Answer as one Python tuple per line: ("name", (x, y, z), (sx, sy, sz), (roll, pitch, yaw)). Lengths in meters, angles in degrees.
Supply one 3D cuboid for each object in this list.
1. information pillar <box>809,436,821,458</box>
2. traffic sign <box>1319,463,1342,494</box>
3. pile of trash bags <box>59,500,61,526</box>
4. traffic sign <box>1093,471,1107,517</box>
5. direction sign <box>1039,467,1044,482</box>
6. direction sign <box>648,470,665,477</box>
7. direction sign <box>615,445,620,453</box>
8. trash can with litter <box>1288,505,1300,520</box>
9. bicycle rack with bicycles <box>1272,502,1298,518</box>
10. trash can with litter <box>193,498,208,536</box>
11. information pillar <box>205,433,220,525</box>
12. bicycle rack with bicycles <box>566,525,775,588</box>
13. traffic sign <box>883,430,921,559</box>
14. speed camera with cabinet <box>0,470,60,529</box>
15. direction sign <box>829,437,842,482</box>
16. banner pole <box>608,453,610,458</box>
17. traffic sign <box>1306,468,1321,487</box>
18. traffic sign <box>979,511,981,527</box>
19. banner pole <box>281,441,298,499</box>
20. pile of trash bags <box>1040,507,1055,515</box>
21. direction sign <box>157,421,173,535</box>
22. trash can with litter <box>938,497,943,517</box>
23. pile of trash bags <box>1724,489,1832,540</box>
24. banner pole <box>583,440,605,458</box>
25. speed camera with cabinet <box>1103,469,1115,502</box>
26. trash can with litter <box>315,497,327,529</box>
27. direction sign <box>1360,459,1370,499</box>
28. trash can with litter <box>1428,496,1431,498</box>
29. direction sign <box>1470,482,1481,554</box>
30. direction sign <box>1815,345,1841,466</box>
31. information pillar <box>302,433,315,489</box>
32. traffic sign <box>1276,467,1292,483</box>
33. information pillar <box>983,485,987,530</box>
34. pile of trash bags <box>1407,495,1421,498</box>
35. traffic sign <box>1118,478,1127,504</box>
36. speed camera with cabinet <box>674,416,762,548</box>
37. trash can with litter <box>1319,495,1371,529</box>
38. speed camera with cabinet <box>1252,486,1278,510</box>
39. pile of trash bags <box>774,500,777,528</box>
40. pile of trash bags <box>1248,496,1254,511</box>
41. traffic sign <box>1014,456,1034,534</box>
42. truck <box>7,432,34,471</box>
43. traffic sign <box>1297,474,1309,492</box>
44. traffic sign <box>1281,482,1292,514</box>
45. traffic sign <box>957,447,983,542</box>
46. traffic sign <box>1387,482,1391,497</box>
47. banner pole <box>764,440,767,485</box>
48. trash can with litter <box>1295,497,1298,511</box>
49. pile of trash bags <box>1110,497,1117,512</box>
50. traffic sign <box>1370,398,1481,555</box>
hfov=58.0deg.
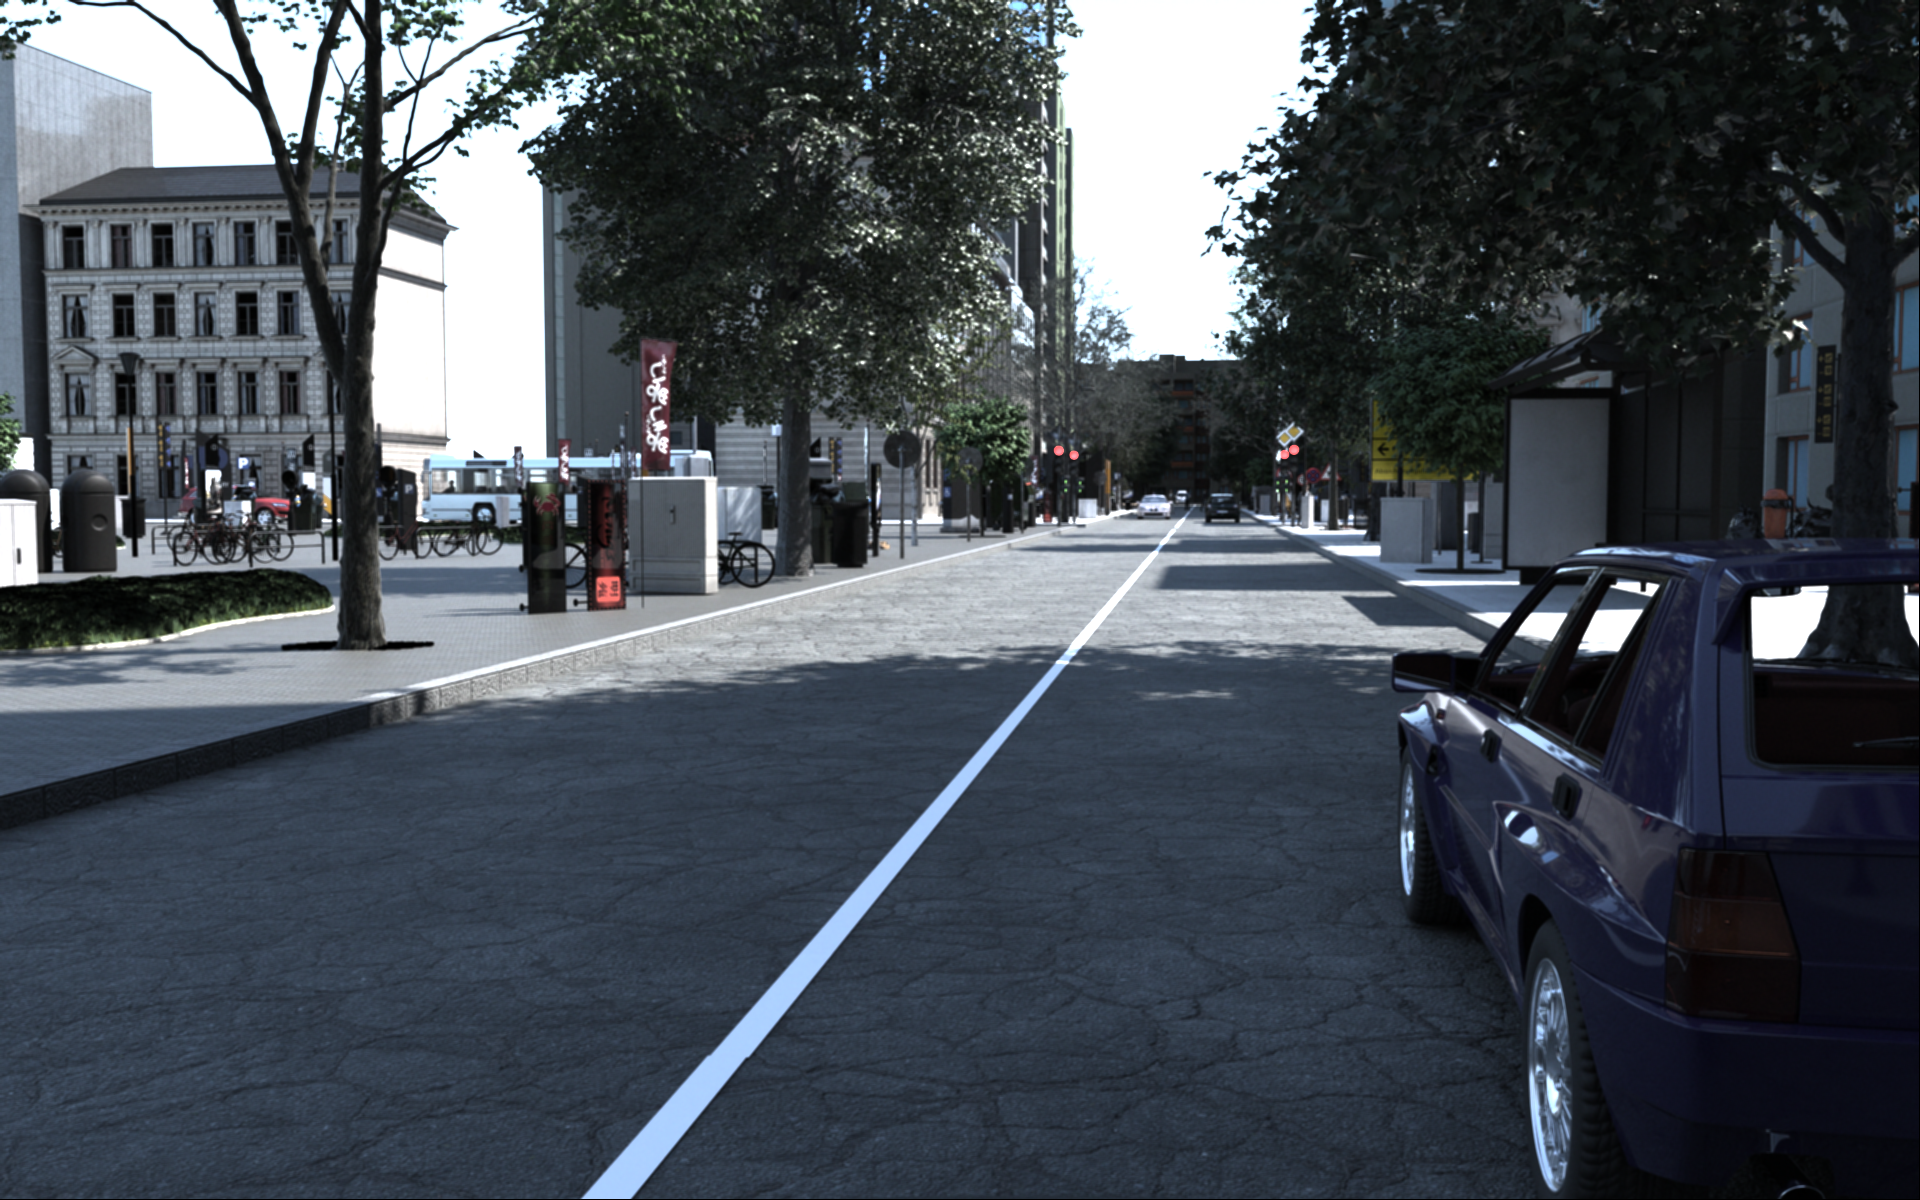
("information pillar", (-5.871, -4.831, 70.340), (0.504, 3.616, 0.183), (-2, 4, -26))
("traffic sign", (14.343, -4.109, 67.181), (0.884, 2.594, 0.081), (1, 4, 13))
("pile of trash bags", (-36.849, -3.629, 69.094), (1.912, 1.369, 3.447), (0, 4, -6))
("traffic sign", (7.773, -5.889, 96.393), (0.768, 2.556, 0.104), (1, 4, 14))
("direction sign", (6.610, -9.258, 143.358), (0.379, 3.537, 0.876), (3, 5, 44))
("direction sign", (-10.443, -4.125, 59.438), (0.876, 3.537, 0.379), (2, 4, 34))
("direction sign", (-15.611, -5.349, 79.452), (0.379, 3.537, 0.876), (-2, 4, -34))
("trash can with litter", (17.418, -4.675, 87.494), (1.678, 1.210, 2.233), (2, 4, 28))
("bicycle rack with bicycles", (17.902, -4.756, 91.149), (2.925, 0.926, 2.852), (0, 4, -2))
("trash can with litter", (-22.820, -2.511, 52.442), (0.624, 1.170, 1.055), (-3, 4, -38))
("information pillar", (-28.517, -4.572, 66.100), (0.504, 3.616, 0.183), (-2, 4, -31))
("bicycle rack with bicycles", (-3.907, -0.659, 24.158), (2.925, 0.926, 2.852), (1, 4, 17))
("traffic sign", (-1.151, -2.095, 34.366), (0.768, 2.556, 0.104), (1, 4, 10))
("speed camera with cabinet", (-32.809, -4.067, 60.831), (2.038, 3.252, 0.660), (0, 4, 1))
("direction sign", (-4.985, -4.730, 69.327), (0.379, 3.537, 0.876), (2, 4, 30))
("banner pole", (-18.783, -6.330, 93.512), (0.401, 3.779, 0.863), (1, 4, 21))
("traffic sign", (17.030, -5.105, 83.568), (0.768, 2.556, 0.104), (1, 4, 13))
("traffic sign", (0.657, -3.561, 58.334), (0.768, 2.556, 0.104), (1, 4, 11))
("banner pole", (-31.953, -5.652, 82.435), (0.863, 3.779, 0.401), (0, 4, -2))
("pile of trash bags", (5.388, -5.974, 107.423), (1.912, 1.369, 3.447), (0, 4, -2))
("direction sign", (-24.918, -3.809, 54.273), (0.379, 3.537, 0.876), (0, 4, -1))
("trash can with litter", (-0.421, -4.029, 77.263), (0.624, 1.170, 1.055), (3, 5, 43))
("pile of trash bags", (14.798, -1.322, 31.366), (1.912, 1.369, 3.447), (2, 4, 25))
("banner pole", (-16.923, -5.486, 79.714), (0.863, 3.779, 0.401), (1, 4, 13))
("speed camera with cabinet", (11.849, -8.809, 138.370), (0.660, 3.252, 2.038), (-1, 4, -10))
("trash can with litter", (-23.726, -3.194, 63.614), (0.624, 1.170, 1.055), (0, 3, 0))
("direction sign", (25.929, -7.260, 110.696), (0.876, 3.537, 0.379), (-1, 4, -20))
("trash can with litter", (22.431, -4.374, 82.575), (1.678, 1.210, 2.233), (-3, 5, -42))
("direction sign", (11.237, -2.776, 37.377), (0.876, 3.537, 0.379), (0, 4, 6))
("direction sign", (13.283, -2.094, 26.241), (0.379, 3.537, 0.876), (-1, 4, -17))
("information pillar", (-24.928, -4.586, 66.337), (0.183, 3.616, 0.504), (3, 5, 41))
("traffic sign", (14.707, -4.796, 78.517), (0.768, 2.556, 0.104), (1, 4, 17))
("information pillar", (0.731, -3.460, 61.055), (0.304, 2.012, 0.304), (3, 4, 37))
("pile of trash bags", (26.219, -5.642, 101.992), (3.447, 1.369, 1.912), (0, 4, 7))
("traffic sign", (12.675, -8.258, 135.122), (0.768, 2.556, 0.104), (1, 4, 9))
("speed camera with cabinet", (-5.788, -2.882, 41.464), (2.038, 3.252, 0.660), (-2, 4, -33))
("trash can with litter", (14.629, -3.351, 65.840), (1.678, 1.210, 2.233), (0, 4, 1))
("speed camera with cabinet", (24.527, -8.863, 139.250), (2.038, 3.252, 0.660), (3, 4, 36))
("pile of trash bags", (-7.600, -3.470, 66.485), (1.912, 1.369, 3.447), (-1, 4, -12))
("pile of trash bags", (23.480, -7.686, 135.422), (1.912, 1.369, 3.447), (1, 4, 11))
("traffic sign", (2.024, -3.427, 56.138), (0.768, 2.556, 0.104), (1, 4, 10))
("truck", (-48.213, -5.520, 79.157), (11.283, 4.237, 2.839), (0, 4, 7))
("traffic sign", (21.338, -6.581, 107.703), (0.768, 2.556, 0.104), (1, 4, 16))
("traffic sign", (21.269, -6.890, 112.653), (0.884, 2.594, 0.081), (1, 4, 14))
("traffic sign", (0.236, -2.846, 46.645), (0.768, 2.556, 0.104), (1, 4, 15))
("traffic sign", (9.763, -2.403, 39.391), (0.768, 2.556, 0.104), (1, 4, 10))
("banner pole", (-9.012, -5.511, 80.115), (0.401, 3.779, 0.863), (0, 4, 1))
("trash can with litter", (24.921, -7.141, 128.149), (1.055, 1.170, 0.624), (-2, 4, -27))
("pile of trash bags", (10.274, -7.156, 126.752), (1.912, 1.369, 3.447), (1, 4, 23))
("traffic sign", (9.764, -2.598, 36.354), (2.265, 3.308, 0.079), (1, 4, 13))
